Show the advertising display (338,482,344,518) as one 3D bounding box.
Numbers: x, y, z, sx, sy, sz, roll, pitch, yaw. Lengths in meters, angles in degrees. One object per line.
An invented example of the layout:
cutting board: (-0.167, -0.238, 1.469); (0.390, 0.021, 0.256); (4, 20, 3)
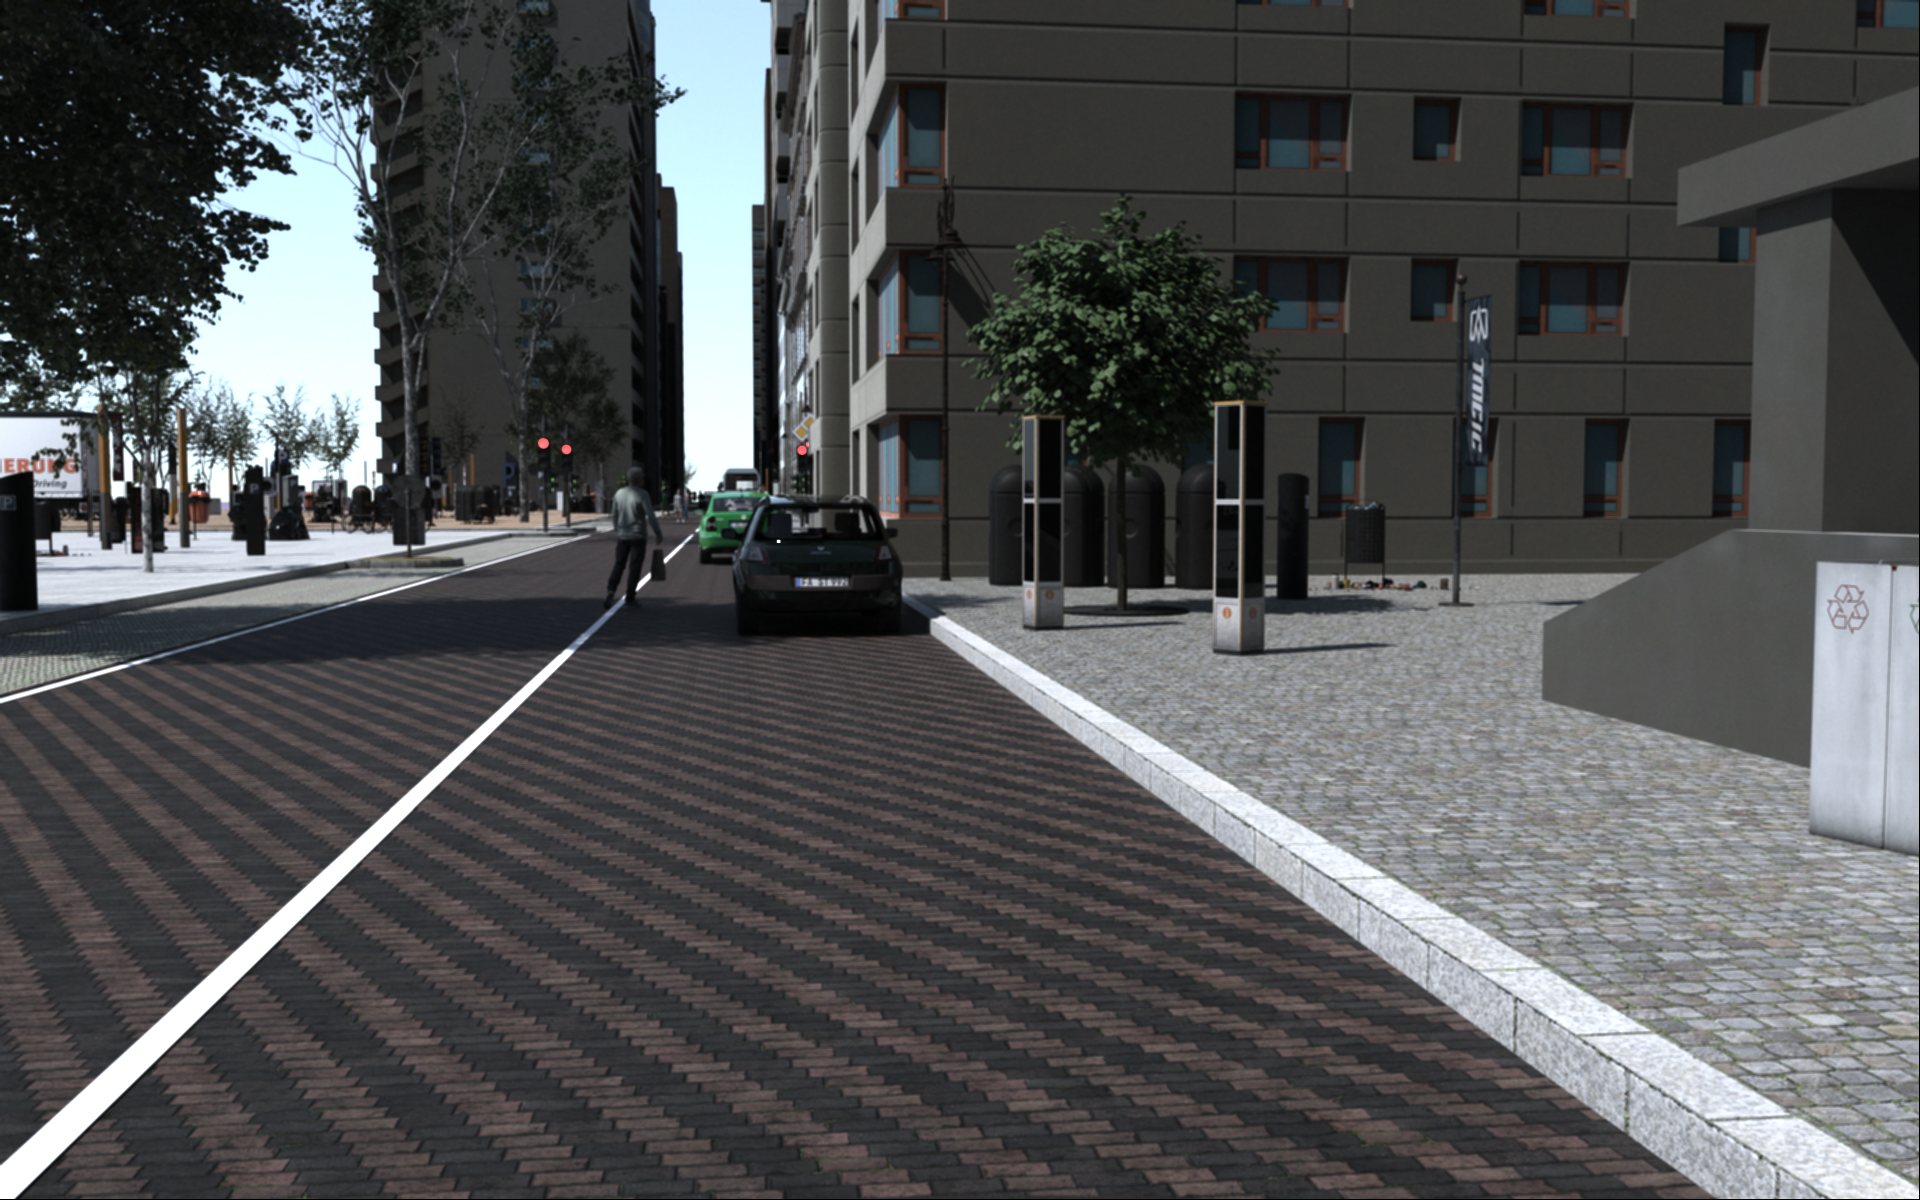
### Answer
advertising display: (-33.343, -5.388, 93.313); (0.123, 1.923, 0.974); (-1, 4, -11)

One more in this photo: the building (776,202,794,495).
building: (-5.137, -16.674, 114.415); (13.314, 21.916, 24.055); (0, 4, -7)

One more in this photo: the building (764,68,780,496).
building: (-13.221, -32.424, 180.246); (14.600, 45.320, 14.200); (0, 4, -7)

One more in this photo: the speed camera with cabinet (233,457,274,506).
speed camera with cabinet: (-37.876, -6.022, 92.790); (2.038, 3.252, 0.660); (-1, 4, -17)

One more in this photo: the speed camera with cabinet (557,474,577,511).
speed camera with cabinet: (-29.334, -8.256, 129.323); (0.660, 3.252, 2.038); (1, 4, 18)

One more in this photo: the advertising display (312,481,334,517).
advertising display: (-30.298, -4.720, 82.384); (0.974, 1.923, 0.123); (0, 4, -2)

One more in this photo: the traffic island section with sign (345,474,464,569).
traffic island section with sign: (-10.866, -1.555, 34.048); (1.989, 1.847, 2.006); (0, 4, -7)

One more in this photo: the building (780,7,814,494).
building: (-2.734, -17.893, 89.821); (12.463, 27.353, 25.104); (0, 4, -7)

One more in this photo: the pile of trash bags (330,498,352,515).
pile of trash bags: (-36.781, -5.633, 101.848); (3.447, 1.369, 1.912); (0, 4, -5)

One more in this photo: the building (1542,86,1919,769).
building: (20.486, -19.136, 4.748); (32.217, 40.220, 23.993); (0, 4, -7)

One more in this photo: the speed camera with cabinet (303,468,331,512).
speed camera with cabinet: (-47.053, -8.107, 126.889); (2.038, 3.252, 0.660); (-2, 4, -23)

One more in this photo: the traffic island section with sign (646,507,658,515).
traffic island section with sign: (-21.467, -6.562, 115.913); (1.989, 1.847, 2.006); (0, 4, -7)

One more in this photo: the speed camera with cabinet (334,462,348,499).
speed camera with cabinet: (-37.035, -6.807, 105.623); (2.038, 3.252, 0.660); (-1, 4, -9)

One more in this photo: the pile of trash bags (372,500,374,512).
pile of trash bags: (-44.215, -7.217, 127.744); (3.447, 1.369, 1.912); (0, 4, 6)

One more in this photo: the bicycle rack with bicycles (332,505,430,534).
bicycle rack with bicycles: (-19.256, -2.654, 56.767); (2.925, 0.926, 2.852); (2, 4, 27)

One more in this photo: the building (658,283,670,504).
building: (-46.077, -28.024, 229.890); (14.160, 30.474, 14.107); (0, 4, -7)

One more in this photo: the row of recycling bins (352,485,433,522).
row of recycling bins: (-26.356, -4.483, 80.408); (3.534, 1.692, 1.069); (-1, 4, -22)

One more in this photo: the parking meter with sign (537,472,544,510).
parking meter with sign: (-32.354, -8.415, 133.851); (0.543, 3.016, 1.738); (-1, 4, -14)

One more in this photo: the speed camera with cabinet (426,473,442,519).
speed camera with cabinet: (-27.437, -5.735, 88.109); (2.038, 3.252, 0.660); (-2, 4, -33)

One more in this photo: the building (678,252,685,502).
building: (-52.463, -36.673, 283.196); (14.154, 41.232, 14.086); (0, 4, -7)

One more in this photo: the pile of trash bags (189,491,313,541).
pile of trash bags: (-19.954, -2.367, 48.451); (3.447, 1.369, 1.912); (0, 4, 6)

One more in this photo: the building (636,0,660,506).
building: (-44.344, -39.601, 189.480); (21.231, 58.520, 28.212); (0, 4, -7)

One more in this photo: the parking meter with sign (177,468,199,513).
parking meter with sign: (-52.409, -7.395, 117.176); (1.738, 3.016, 0.543); (-2, 4, -30)

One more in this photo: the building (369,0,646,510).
building: (-38.898, -32.214, 150.408); (21.300, 48.544, 21.600); (0, 4, -7)

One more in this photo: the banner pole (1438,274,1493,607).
banner pole: (5.757, -1.807, 19.568); (0.401, 3.779, 0.863); (-1, 4, -14)

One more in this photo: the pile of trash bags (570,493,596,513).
pile of trash bags: (-25.691, -6.647, 118.426); (1.912, 1.369, 3.447); (1, 4, 14)

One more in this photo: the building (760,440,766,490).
building: (-12.118, -54.386, 201.876); (22.319, 86.520, 31.000); (0, 4, -7)

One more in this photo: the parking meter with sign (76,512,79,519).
parking meter with sign: (-45.324, -5.688, 89.256); (0.543, 3.016, 1.738); (-2, 4, -24)

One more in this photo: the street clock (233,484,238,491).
street clock: (-54.319, -7.662, 129.845); (0.471, 2.002, 0.358); (0, 4, -4)

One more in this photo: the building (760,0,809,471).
building: (-3.659, -34.924, 160.240); (28.713, 52.752, 27.495); (0, 4, -7)

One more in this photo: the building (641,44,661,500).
building: (-37.437, -31.763, 169.431); (14.600, 45.320, 14.200); (0, 4, -7)

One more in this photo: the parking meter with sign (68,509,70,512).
parking meter with sign: (-58.706, -7.292, 115.493); (0.543, 3.016, 1.738); (1, 4, 15)

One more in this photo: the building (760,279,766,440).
building: (-19.861, -28.249, 233.565); (14.160, 30.474, 14.107); (0, 4, -7)

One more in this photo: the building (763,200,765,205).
building: (-20.614, -39.838, 270.966); (23.786, 49.044, 30.456); (0, 4, -7)

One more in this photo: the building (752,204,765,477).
building: (-22.514, -34.464, 247.082); (14.154, 41.232, 14.086); (0, 4, -7)

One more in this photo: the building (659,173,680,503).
building: (-46.943, -36.363, 244.649); (14.600, 45.320, 14.200); (0, 4, -7)

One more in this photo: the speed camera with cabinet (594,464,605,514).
speed camera with cabinet: (-23.725, -7.320, 114.022); (0.660, 3.252, 2.038); (0, 4, -8)

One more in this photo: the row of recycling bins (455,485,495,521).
row of recycling bins: (-22.980, -4.573, 81.880); (1.069, 1.692, 3.534); (-2, 4, -35)

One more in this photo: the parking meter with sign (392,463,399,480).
parking meter with sign: (-31.235, -6.239, 98.273); (1.738, 3.016, 0.543); (-3, 5, -45)

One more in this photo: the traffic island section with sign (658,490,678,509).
traffic island section with sign: (-27.800, -9.555, 164.858); (1.989, 1.847, 2.006); (0, 4, -7)

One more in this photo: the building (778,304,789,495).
building: (-8.635, -17.116, 134.602); (10.420, 20.320, 16.860); (0, 4, -7)

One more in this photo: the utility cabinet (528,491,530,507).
utility cabinet: (-35.179, -7.986, 139.257); (1.173, 1.500, 0.318); (1, 4, 16)

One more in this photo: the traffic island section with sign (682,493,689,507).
traffic island section with sign: (-31.259, -11.190, 191.591); (1.989, 1.847, 2.006); (0, 4, -7)

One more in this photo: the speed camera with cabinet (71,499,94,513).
speed camera with cabinet: (-54.114, -6.902, 107.177); (0.660, 3.252, 2.038); (1, 4, 12)

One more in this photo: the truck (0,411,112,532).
truck: (-35.309, -4.298, 59.183); (11.283, 4.237, 2.839); (0, 4, -5)

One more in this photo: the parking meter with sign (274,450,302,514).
parking meter with sign: (-26.549, -4.426, 68.622); (0.543, 3.016, 1.738); (-3, 5, -41)

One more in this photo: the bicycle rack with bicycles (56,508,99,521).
bicycle rack with bicycles: (-43.114, -4.303, 83.730); (2.925, 0.926, 2.852); (-1, 4, -19)

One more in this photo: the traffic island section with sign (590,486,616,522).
traffic island section with sign: (-17.997, -4.927, 89.181); (1.989, 1.847, 2.006); (0, 4, -7)

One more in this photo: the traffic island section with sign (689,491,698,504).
traffic island section with sign: (-38.429, -14.576, 246.946); (1.989, 1.847, 2.006); (0, 4, -7)

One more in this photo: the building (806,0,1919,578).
building: (10.739, -12.039, 41.875); (27.650, 21.520, 28.899); (0, 4, -7)

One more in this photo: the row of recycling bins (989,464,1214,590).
row of recycling bins: (2.060, -1.032, 23.978); (3.534, 1.692, 1.069); (1, 4, 21)

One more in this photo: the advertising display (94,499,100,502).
advertising display: (-63.110, -7.426, 126.629); (0.123, 1.923, 0.974); (0, 4, 2)

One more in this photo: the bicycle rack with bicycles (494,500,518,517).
bicycle rack with bicycles: (-26.636, -5.184, 98.135); (2.852, 0.926, 2.925); (-2, 4, -34)
